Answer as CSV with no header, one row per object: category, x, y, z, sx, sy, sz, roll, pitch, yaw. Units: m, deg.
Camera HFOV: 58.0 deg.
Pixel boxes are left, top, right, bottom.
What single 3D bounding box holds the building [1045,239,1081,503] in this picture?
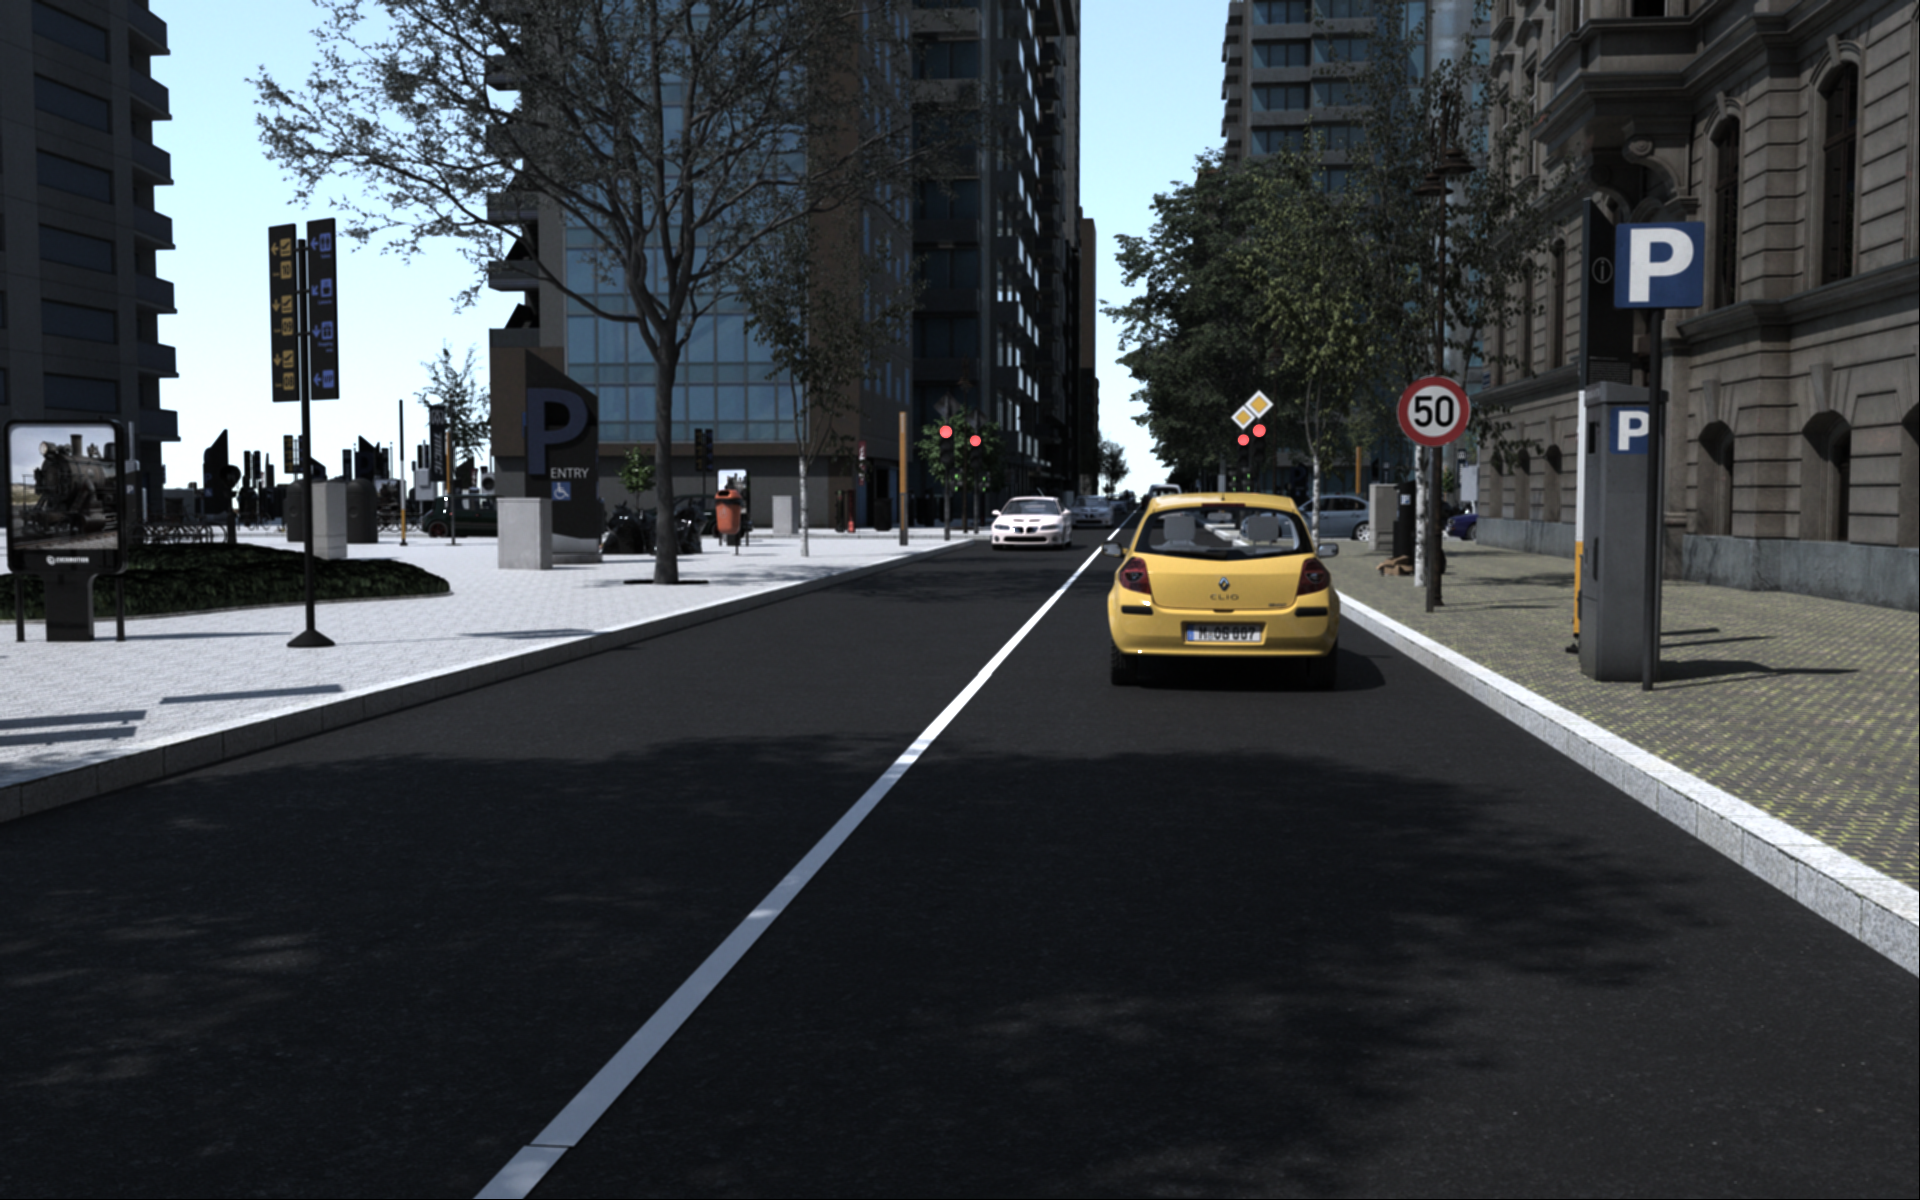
building,6.259,-25.909,195.309,14.160,30.474,14.107,0,4,6

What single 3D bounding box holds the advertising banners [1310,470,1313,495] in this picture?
advertising banners,25.295,-7.808,123.848,0.090,3.025,2.074,0,4,-3

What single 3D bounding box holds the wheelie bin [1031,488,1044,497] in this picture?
wheelie bin,4.004,-4.982,89.370,0.693,1.594,0.980,0,4,8

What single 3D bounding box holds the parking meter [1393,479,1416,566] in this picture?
parking meter,7.685,-1.317,29.952,0.372,1.533,0.369,0,3,0

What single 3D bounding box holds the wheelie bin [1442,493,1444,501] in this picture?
wheelie bin,28.467,-5.850,103.555,0.980,1.594,0.693,-2,4,-32

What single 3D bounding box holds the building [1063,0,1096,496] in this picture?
building,7.433,-48.199,226.299,20.563,71.187,20.611,0,4,6

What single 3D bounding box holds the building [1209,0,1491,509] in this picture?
building,34.759,-32.742,154.944,23.786,49.044,30.456,0,4,6

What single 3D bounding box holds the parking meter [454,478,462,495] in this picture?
parking meter,-17.992,-3.432,61.830,0.399,1.863,0.255,-3,5,-42

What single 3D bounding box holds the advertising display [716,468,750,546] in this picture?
advertising display,-5.586,-2.293,42.706,0.974,1.923,0.123,2,4,32

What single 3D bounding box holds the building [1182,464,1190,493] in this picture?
building,42.726,-31.091,280.030,14.160,30.474,14.107,0,4,6

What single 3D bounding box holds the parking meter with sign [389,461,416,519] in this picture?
parking meter with sign,-29.443,-5.785,90.849,1.738,3.016,0.543,0,4,-2

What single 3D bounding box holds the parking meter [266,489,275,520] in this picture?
parking meter,-33.836,-4.683,84.975,0.372,1.533,0.369,0,3,0

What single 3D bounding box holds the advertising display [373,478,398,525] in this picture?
advertising display,-23.732,-4.061,71.603,0.974,1.923,0.123,-2,4,-28

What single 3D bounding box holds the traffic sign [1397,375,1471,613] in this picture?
traffic sign,5.092,-1.136,18.687,0.768,2.556,0.104,1,4,9

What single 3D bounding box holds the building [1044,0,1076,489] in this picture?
building,-3.274,-35.800,174.573,28.713,52.752,27.495,0,4,6

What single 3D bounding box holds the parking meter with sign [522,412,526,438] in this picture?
parking meter with sign,-8.847,-2.437,36.098,0.543,3.016,1.738,-1,4,-13

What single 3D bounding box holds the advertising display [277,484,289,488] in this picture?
advertising display,-42.716,-6.386,109.622,0.974,1.923,0.123,0,4,-4

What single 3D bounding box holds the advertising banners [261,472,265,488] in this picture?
advertising banners,-53.720,-8.454,134.415,2.074,3.025,0.090,3,5,42

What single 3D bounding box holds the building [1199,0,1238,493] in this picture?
building,37.465,-53.314,184.359,22.319,86.520,31.000,0,4,6

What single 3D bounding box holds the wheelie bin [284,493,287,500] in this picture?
wheelie bin,-28.096,-3.992,73.175,0.980,1.594,0.693,1,4,22

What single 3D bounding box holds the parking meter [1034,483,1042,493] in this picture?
parking meter,4.162,-5.336,92.951,0.399,1.863,0.255,2,4,28

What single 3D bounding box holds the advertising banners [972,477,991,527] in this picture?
advertising banners,0.877,-4.401,68.145,0.090,3.025,2.074,-1,4,-20

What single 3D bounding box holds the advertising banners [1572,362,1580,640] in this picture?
advertising banners,5.596,-1.189,15.623,0.090,3.025,2.074,1,4,20

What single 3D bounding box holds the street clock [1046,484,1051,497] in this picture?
street clock,6.321,-7.268,123.409,0.358,2.002,0.471,1,4,16

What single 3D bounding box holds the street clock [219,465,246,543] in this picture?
street clock,-18.030,-2.340,42.823,0.471,2.002,0.358,0,4,-8

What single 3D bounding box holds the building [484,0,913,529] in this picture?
building,-9.743,-25.669,69.796,14.600,45.320,14.200,0,4,6

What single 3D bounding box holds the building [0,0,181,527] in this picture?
building,-50.763,-32.507,73.490,28.212,58.520,21.231,0,4,6

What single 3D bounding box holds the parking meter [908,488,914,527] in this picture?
parking meter,-1.994,-3.681,68.598,0.372,1.533,0.369,0,3,0

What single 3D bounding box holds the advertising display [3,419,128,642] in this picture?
advertising display,-7.748,-0.600,15.027,0.974,1.923,0.123,0,4,-3

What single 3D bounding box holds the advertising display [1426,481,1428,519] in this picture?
advertising display,23.797,-5.035,87.528,0.974,1.923,0.123,3,5,44

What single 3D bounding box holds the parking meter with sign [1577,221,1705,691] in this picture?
parking meter with sign,4.635,-0.965,12.033,0.543,3.016,1.738,1,4,10

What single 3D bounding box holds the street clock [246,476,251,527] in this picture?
street clock,-28.042,-3.885,68.087,0.358,2.002,0.471,-2,4,-31

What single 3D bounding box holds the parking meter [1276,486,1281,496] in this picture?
parking meter,21.403,-6.781,116.579,0.399,1.863,0.255,-1,4,-13

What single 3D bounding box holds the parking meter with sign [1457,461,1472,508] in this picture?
parking meter with sign,26.975,-5.885,92.486,0.543,3.016,1.738,2,4,27

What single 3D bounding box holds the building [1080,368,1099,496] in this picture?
building,6.052,-24.962,253.172,27.650,21.520,28.899,0,4,6

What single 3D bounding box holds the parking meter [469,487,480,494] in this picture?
parking meter,-17.062,-3.209,60.877,0.372,1.533,0.369,0,3,0

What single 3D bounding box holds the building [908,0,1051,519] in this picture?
building,-6.999,-29.473,101.484,23.786,49.044,30.456,0,4,6

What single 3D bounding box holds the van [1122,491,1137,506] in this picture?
van,19.903,-12.079,204.510,2.013,2.044,4.112,0,4,4

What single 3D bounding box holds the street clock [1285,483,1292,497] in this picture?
street clock,21.507,-6.668,113.587,0.358,2.002,0.471,3,5,45

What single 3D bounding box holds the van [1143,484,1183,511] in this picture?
van,8.782,-4.091,73.907,2.013,2.044,4.112,1,4,8

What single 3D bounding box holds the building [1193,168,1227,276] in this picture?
building,41.885,-35.056,227.789,22.147,44.769,28.867,0,4,6

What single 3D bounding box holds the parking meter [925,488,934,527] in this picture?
parking meter,-1.206,-3.672,68.450,0.372,1.533,0.369,0,3,0

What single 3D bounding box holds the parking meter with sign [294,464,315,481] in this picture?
parking meter with sign,-38.314,-6.407,101.015,1.738,3.016,0.543,3,4,36

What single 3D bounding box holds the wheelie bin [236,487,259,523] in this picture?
wheelie bin,-31.827,-4.257,77.503,0.693,1.594,0.980,3,4,38

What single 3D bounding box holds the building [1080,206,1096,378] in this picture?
building,14.278,-38.108,273.181,14.600,45.320,14.200,0,4,6

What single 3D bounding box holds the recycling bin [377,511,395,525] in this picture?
recycling bin,-24.214,-3.691,72.903,0.722,1.027,0.722,-2,4,-30

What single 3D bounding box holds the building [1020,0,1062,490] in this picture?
building,-2.917,-30.083,146.479,22.147,44.769,28.867,0,4,6

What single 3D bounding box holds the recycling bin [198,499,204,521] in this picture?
recycling bin,-35.125,-4.189,81.047,0.722,1.027,0.722,1,4,16

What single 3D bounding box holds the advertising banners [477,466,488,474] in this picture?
advertising banners,-28.832,-6.815,107.617,2.074,3.025,0.090,1,4,9

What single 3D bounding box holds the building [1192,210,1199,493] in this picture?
building,40.413,-34.626,249.735,14.154,41.232,14.086,0,4,6

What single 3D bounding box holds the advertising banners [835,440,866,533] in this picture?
advertising banners,-3.593,-3.722,57.048,0.090,3.025,2.074,-2,4,-32

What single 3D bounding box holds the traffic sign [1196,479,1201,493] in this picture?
traffic sign,16.456,-7.121,118.552,0.606,2.300,0.079,0,4,7

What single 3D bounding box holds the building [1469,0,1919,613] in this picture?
building,16.415,-12.656,26.005,14.460,24.649,34.723,0,4,6

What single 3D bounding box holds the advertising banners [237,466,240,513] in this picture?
advertising banners,-45.038,-6.855,108.264,0.090,3.025,2.074,-1,4,-15

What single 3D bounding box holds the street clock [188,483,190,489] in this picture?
street clock,-51.441,-6.801,115.759,0.358,2.002,0.471,-2,4,-26

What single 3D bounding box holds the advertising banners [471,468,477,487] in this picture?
advertising banners,-33.372,-7.346,116.294,2.074,3.025,0.090,-1,4,-12

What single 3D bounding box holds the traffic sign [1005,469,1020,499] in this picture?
traffic sign,2.113,-4.164,70.219,0.606,2.300,0.079,1,4,10

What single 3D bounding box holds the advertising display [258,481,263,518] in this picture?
advertising display,-34.996,-4.982,86.674,0.123,1.923,0.974,-1,4,-19

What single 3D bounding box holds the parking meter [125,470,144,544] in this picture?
parking meter,-20.371,-2.261,42.673,0.399,1.863,0.255,0,4,8
